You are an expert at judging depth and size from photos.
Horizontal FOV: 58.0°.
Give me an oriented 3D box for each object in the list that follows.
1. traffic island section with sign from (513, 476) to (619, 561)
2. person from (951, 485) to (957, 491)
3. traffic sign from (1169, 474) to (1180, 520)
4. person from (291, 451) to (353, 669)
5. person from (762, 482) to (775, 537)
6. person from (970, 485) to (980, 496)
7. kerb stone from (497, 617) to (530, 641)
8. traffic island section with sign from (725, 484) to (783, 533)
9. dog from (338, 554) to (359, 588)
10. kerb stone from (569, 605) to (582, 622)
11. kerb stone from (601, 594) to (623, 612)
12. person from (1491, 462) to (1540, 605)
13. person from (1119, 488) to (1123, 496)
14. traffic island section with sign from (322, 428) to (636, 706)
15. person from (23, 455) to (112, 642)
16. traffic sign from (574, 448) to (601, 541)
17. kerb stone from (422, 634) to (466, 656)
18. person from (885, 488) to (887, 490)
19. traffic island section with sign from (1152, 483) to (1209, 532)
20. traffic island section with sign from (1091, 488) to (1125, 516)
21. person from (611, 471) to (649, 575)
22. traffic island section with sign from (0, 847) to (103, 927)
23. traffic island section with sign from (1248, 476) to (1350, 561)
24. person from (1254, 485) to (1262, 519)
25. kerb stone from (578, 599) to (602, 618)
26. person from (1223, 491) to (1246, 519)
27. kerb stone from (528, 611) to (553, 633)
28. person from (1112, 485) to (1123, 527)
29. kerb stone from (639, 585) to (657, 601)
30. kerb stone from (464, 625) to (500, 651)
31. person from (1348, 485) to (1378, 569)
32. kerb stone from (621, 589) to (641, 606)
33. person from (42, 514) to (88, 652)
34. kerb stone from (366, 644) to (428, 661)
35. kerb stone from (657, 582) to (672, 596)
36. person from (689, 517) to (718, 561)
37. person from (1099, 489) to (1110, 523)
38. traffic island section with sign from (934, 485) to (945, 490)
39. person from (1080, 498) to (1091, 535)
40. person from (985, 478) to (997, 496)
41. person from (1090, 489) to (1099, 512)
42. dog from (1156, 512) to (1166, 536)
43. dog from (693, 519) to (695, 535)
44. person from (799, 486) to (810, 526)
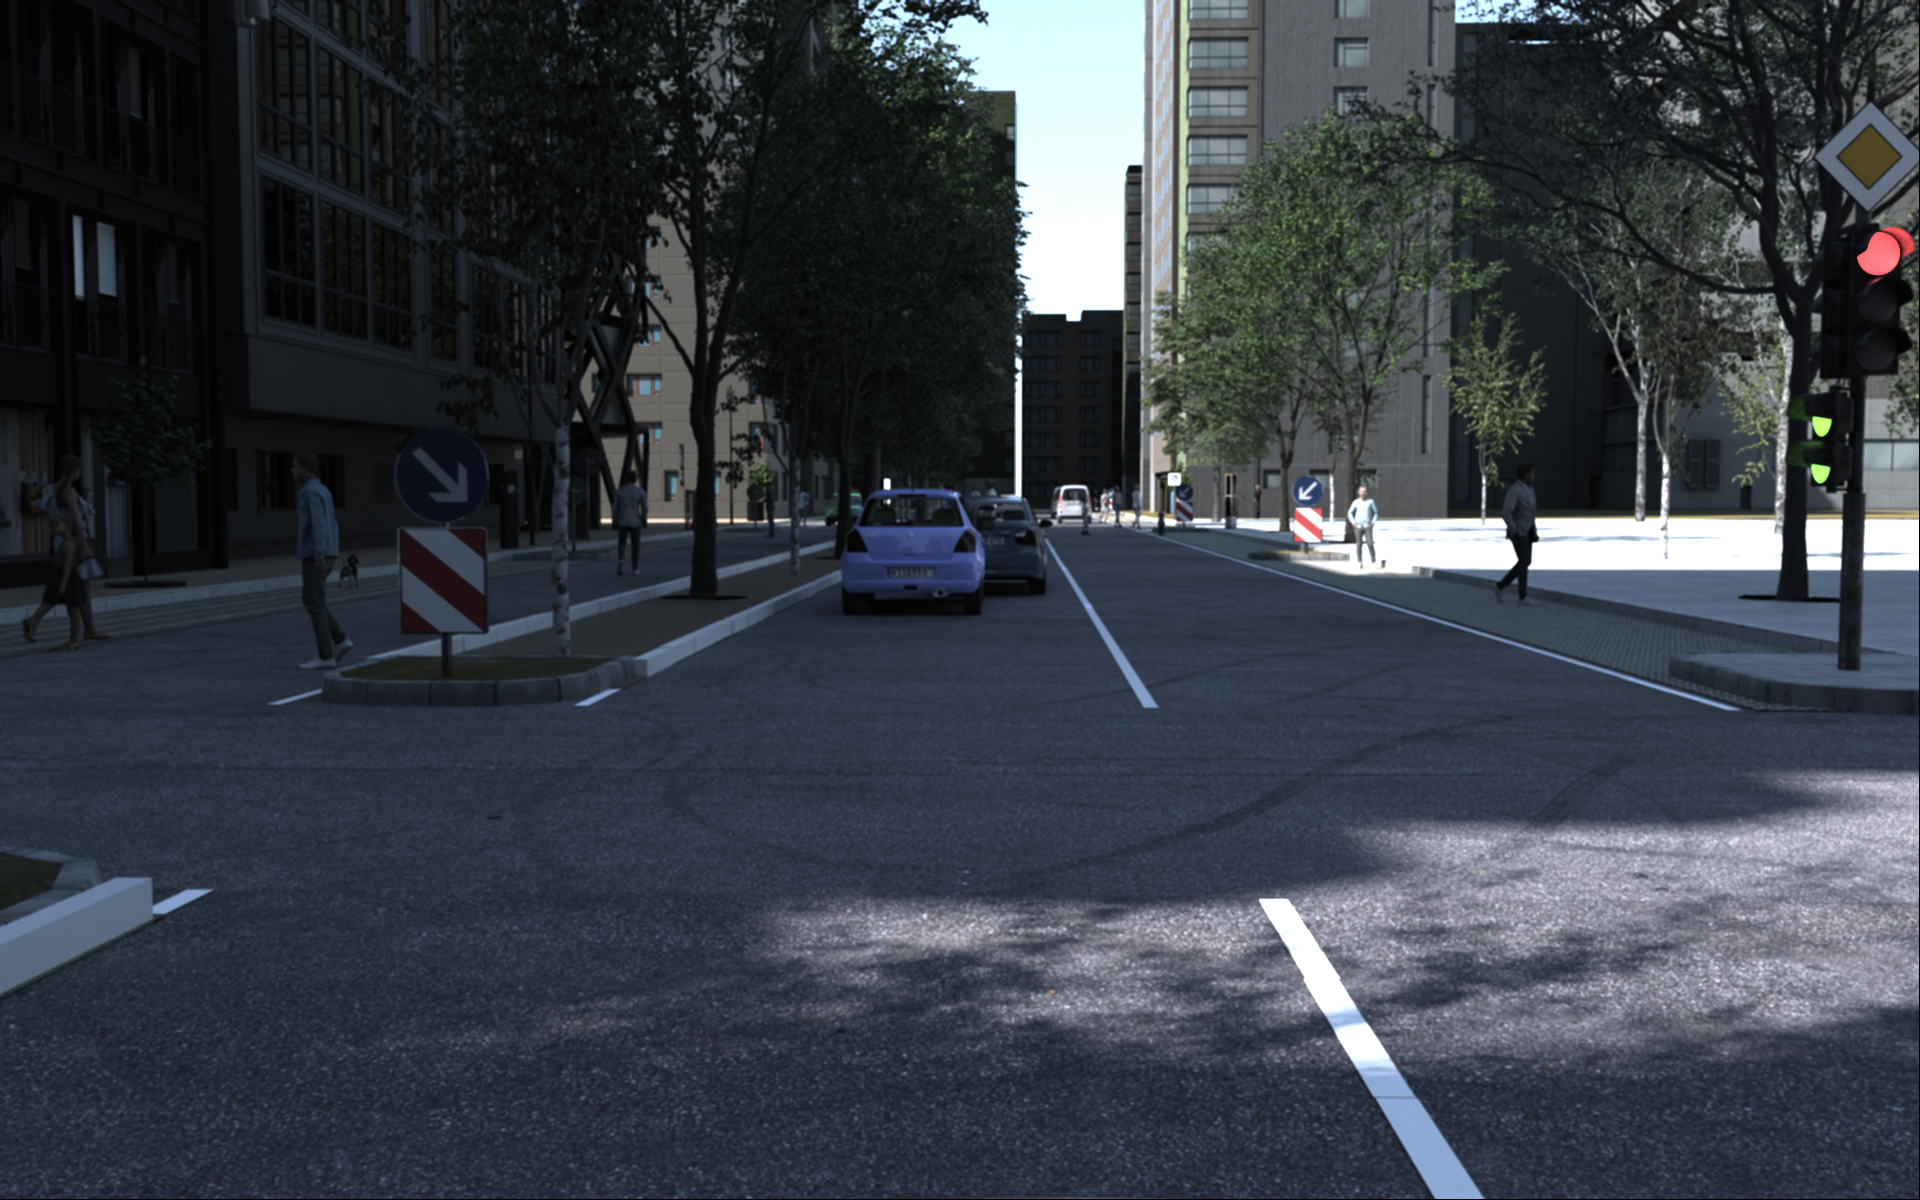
[{"bbox_3d":[-8.562,-1.796,37.998,1.989,1.847,2.006,0,4,2],"label":"traffic island section with sign"},{"bbox_3d":[-0.270,-3.526,66.368,0.641,1.798,0.478,2,4,27],"label":"person"},{"bbox_3d":[10.517,-5.067,84.972,0.606,2.300,0.079,1,4,10],"label":"traffic sign"},{"bbox_3d":[-5.247,-0.329,14.220,0.444,1.785,0.601,0,4,1],"label":"person"},{"bbox_3d":[-6.348,-3.002,57.391,0.447,1.846,0.655,0,4,-2],"label":"person"},{"bbox_3d":[0.598,-3.684,68.959,0.478,1.798,0.641,0,4,7],"label":"person"},{"bbox_3d":[-4.485,0.309,17.146,0.120,0.150,1.000,0,4,2],"label":"kerb stone"},{"bbox_3d":[-7.678,-3.444,64.938,1.989,1.847,2.006,0,4,2],"label":"traffic island section with sign"},{"bbox_3d":[-9.322,-0.436,26.410,0.406,0.507,0.540,-3,5,-41],"label":"dog"},{"bbox_3d":[-4.405,0.189,19.200,0.120,0.150,1.000,0,4,2],"label":"kerb stone"},{"bbox_3d":[-4.346,0.057,21.257,0.120,0.150,1.000,0,4,2],"label":"kerb stone"},{"bbox_3d":[7.205,-0.863,22.456,0.661,1.843,0.795,-3,5,-42],"label":"person"},{"bbox_3d":[13.279,-8.425,144.309,0.721,1.766,1.217,-1,4,-9],"label":"person"},{"bbox_3d":[-3.565,-0.276,12.654,2.006,1.907,1.989,0,4,2],"label":"traffic island section with sign"},{"bbox_3d":[-8.629,-0.499,16.750,0.778,1.811,0.616,-3,5,-44],"label":"person"},{"bbox_3d":[-10.242,-2.906,47.617,0.768,2.556,0.104,0,4,5],"label":"traffic sign"},{"bbox_3d":[-4.554,0.434,15.101,0.120,0.150,1.000,0,4,2],"label":"kerb stone"},{"bbox_3d":[-6.669,-9.235,157.179,0.705,1.807,1.348,0,4,6],"label":"person"},{"bbox_3d":[8.270,-3.461,65.213,1.989,1.847,2.006,0,4,2],"label":"traffic island section with sign"},{"bbox_3d":[9.910,-6.485,114.664,1.989,1.847,2.006,0,4,2],"label":"traffic island section with sign"},{"bbox_3d":[-5.859,-1.370,30.742,0.661,1.843,0.795,0,4,-3],"label":"person"},{"bbox_3d":[-3.820,0.176,5.251,2.006,1.907,1.989,0,4,2],"label":"traffic island section with sign"},{"bbox_3d":[7.354,-1.785,37.814,1.989,1.847,2.006,0,4,2],"label":"traffic island section with sign"},{"bbox_3d":[15.293,-5.068,89.429,0.721,1.766,1.217,1,4,13],"label":"person"},{"bbox_3d":[-4.387,0.124,20.230,0.120,0.150,1.000,0,4,2],"label":"kerb stone"},{"bbox_3d":[14.113,-5.038,89.091,1.217,1.739,0.721,0,4,-4],"label":"person"},{"bbox_3d":[-4.454,0.246,18.168,0.120,0.150,1.000,0,4,2],"label":"kerb stone"},{"bbox_3d":[6.768,-4.049,74.709,0.555,1.821,0.388,-3,4,-36],"label":"person"},{"bbox_3d":[-4.279,-0.069,23.320,0.120,0.150,1.000,0,4,2],"label":"kerb stone"},{"bbox_3d":[-4.516,0.371,16.125,0.120,0.150,1.000,0,4,2],"label":"kerb stone"},{"bbox_3d":[7.731,-1.400,33.197,0.589,1.601,0.330,1,4,21],"label":"person"},{"bbox_3d":[-4.310,-0.006,22.295,0.120,0.150,1.000,0,4,2],"label":"kerb stone"},{"bbox_3d":[-8.156,-0.159,15.767,0.373,1.253,0.362,-2,4,-27],"label":"person"},{"bbox_3d":[-4.579,0.496,14.079,0.120,0.150,1.000,0,4,2],"label":"kerb stone"},{"bbox_3d":[-4.242,-0.126,24.341,0.120,0.150,1.000,0,4,2],"label":"kerb stone"},{"bbox_3d":[-5.325,-1.630,35.733,0.643,1.750,0.593,-2,4,-24],"label":"person"},{"bbox_3d":[7.195,-4.675,85.937,0.512,1.701,0.522,0,4,-5],"label":"person"},{"bbox_3d":[-1.087,-4.869,87.752,2.006,1.907,1.989,0,4,2],"label":"traffic island section with sign"},{"bbox_3d":[4.410,-2.931,60.707,0.394,1.301,0.425,0,4,1],"label":"person"},{"bbox_3d":[0.762,-1.941,40.458,0.641,1.798,0.478,2,4,26],"label":"person"},{"bbox_3d":[10.376,-7.801,136.055,1.348,1.822,0.705,-2,4,-32],"label":"person"},{"bbox_3d":[7.011,-2.606,59.441,0.800,0.831,0.513,-3,5,-42],"label":"dog"},{"bbox_3d":[-6.745,-1.766,45.707,0.800,0.831,0.513,-3,4,-38],"label":"dog"},{"bbox_3d":[-6.999,-4.202,77.464,0.793,1.790,0.793,2,4,24],"label":"person"}]
